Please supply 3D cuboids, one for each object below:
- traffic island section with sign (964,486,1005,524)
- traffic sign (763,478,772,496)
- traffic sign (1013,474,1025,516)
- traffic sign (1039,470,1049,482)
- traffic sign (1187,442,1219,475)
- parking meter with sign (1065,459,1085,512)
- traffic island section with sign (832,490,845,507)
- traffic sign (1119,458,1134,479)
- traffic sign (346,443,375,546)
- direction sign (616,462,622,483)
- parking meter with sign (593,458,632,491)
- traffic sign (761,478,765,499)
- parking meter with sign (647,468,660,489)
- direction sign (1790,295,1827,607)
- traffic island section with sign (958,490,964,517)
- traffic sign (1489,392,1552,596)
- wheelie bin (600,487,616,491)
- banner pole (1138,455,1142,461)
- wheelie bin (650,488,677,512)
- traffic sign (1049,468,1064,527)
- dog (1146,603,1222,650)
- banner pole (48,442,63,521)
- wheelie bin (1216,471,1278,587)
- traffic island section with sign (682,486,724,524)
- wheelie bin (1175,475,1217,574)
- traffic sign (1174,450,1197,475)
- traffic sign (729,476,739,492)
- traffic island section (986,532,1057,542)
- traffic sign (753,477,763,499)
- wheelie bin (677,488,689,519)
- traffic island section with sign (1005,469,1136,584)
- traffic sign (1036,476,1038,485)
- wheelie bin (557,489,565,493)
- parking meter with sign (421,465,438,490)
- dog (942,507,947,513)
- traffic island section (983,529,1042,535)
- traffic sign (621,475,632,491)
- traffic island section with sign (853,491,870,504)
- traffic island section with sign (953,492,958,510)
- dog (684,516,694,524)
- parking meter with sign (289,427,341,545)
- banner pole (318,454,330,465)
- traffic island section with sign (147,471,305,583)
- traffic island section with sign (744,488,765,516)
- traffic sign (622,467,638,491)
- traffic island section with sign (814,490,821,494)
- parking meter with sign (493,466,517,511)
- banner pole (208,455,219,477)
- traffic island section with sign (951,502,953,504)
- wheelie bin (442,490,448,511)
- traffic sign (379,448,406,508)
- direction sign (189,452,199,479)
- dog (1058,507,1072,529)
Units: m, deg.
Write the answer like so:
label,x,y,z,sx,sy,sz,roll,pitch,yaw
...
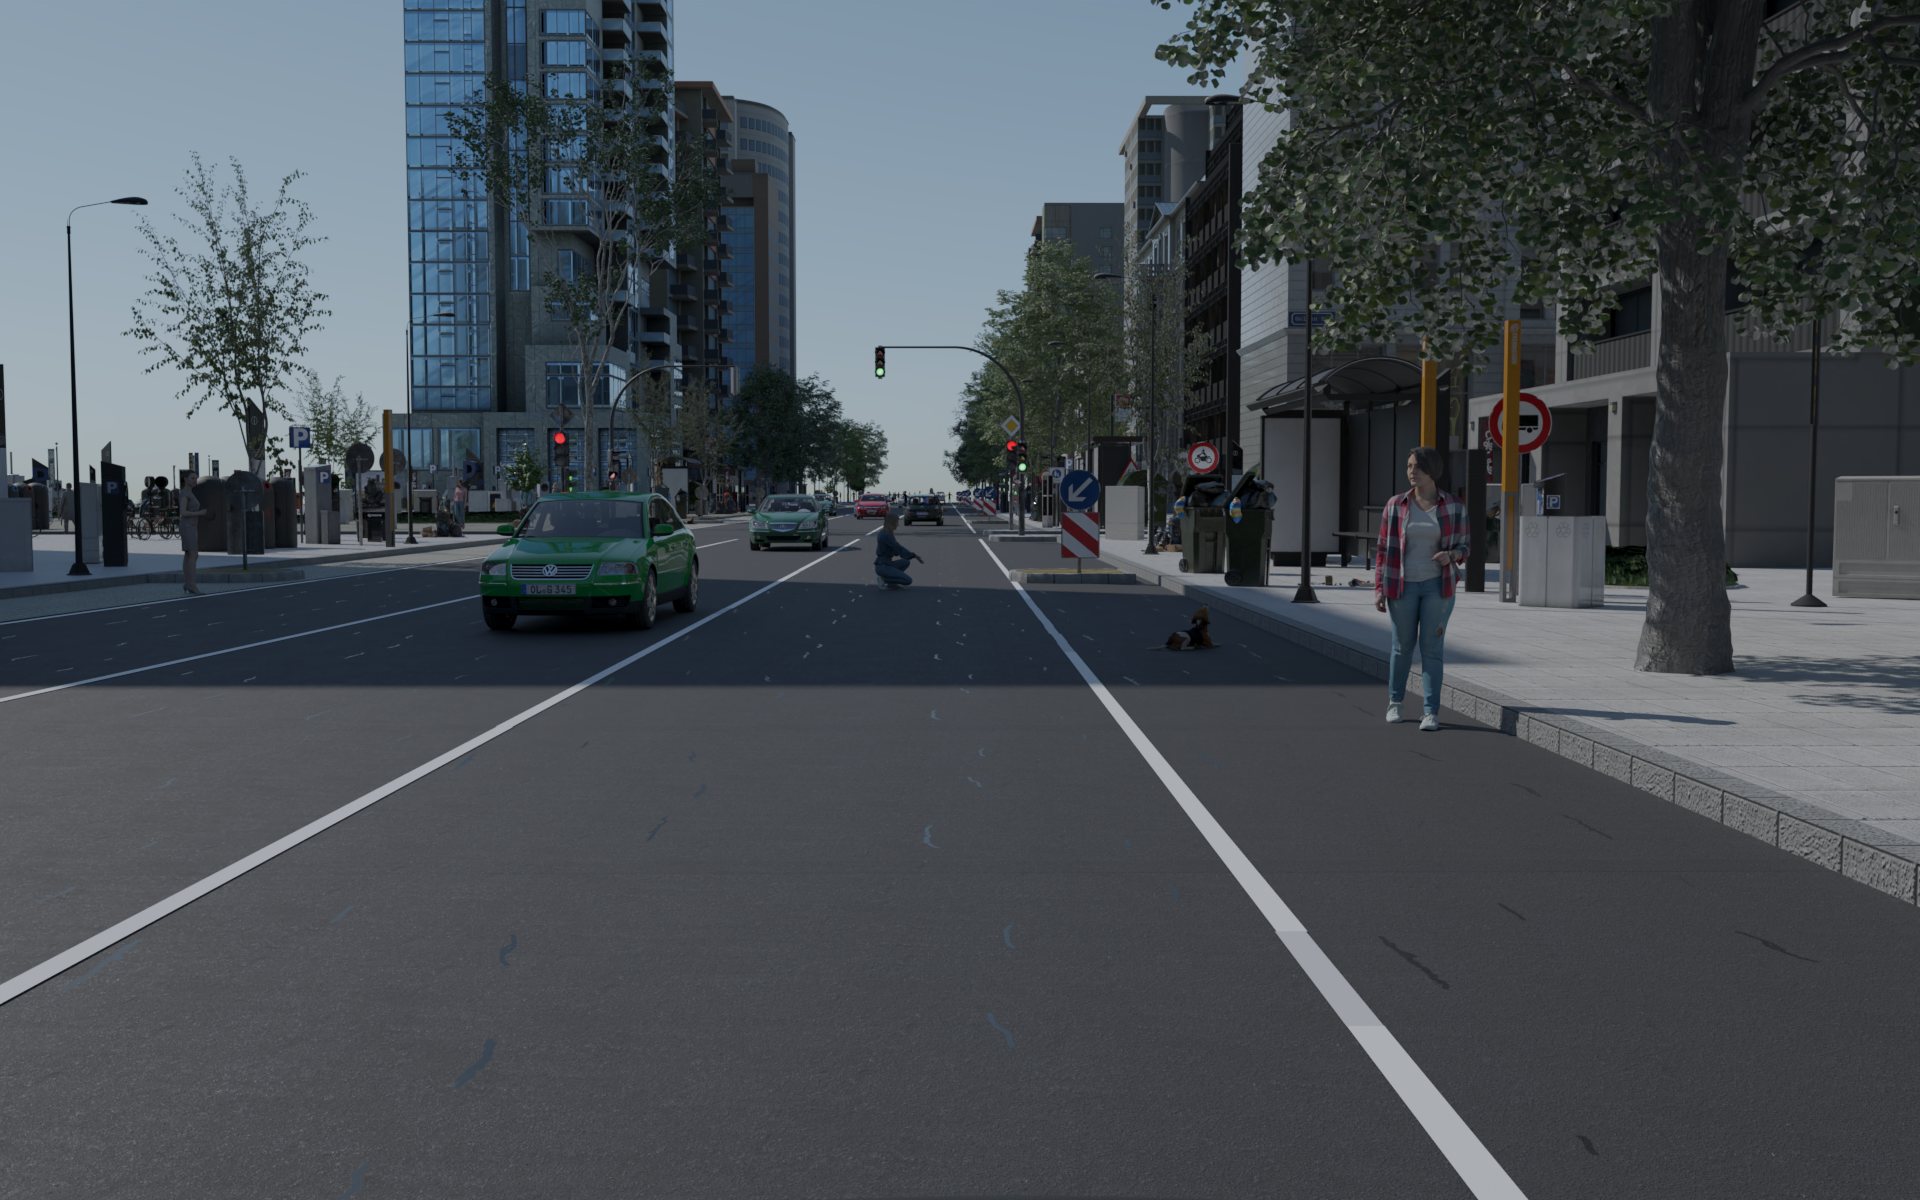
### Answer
label,x,y,z,sx,sy,sz,roll,pitch,yaw
traffic island section with sign,1.309,-4.622,84.191,1.989,1.847,2.006,0,4,-1
traffic sign,-14.831,-8.155,133.447,0.768,2.556,0.104,0,4,6
traffic sign,3.347,-6.114,100.068,0.768,2.556,0.104,0,4,5
traffic sign,4.483,-5.484,89.764,0.768,2.556,0.104,0,4,3
traffic sign,5.917,-2.576,42.218,0.768,2.556,0.104,0,4,4
parking meter with sign,5.963,-5.465,85.617,1.738,3.016,0.543,-3,5,-45
traffic island section with sign,-13.477,-10.988,188.287,1.989,1.847,2.006,0,4,-1
traffic sign,6.160,-3.811,62.318,0.884,2.594,0.081,1,4,8
traffic sign,-14.908,-2.626,43.034,0.768,2.556,0.104,1,4,8
direction sign,-23.985,-7.879,120.819,0.876,3.537,0.379,-3,5,-44
parking meter with sign,-16.701,-5.322,83.281,1.738,3.016,0.543,0,4,7
traffic sign,-15.491,-8.291,135.657,0.768,2.556,0.104,0,4,8
parking meter with sign,-19.932,-7.299,115.605,1.738,3.016,0.543,1,4,16
direction sign,9.704,-1.694,19.693,0.379,3.537,0.876,2,4,30
traffic island section with sign,1.049,-6.277,111.252,1.989,1.847,2.006,0,4,-1
traffic sign,7.032,-1.328,21.818,0.768,2.556,0.104,0,4,8
wheelie bin,-14.955,-4.024,73.707,0.980,1.594,0.693,0,4,2
banner pole,11.514,-7.406,111.105,0.401,3.779,0.863,2,4,26
wheelie bin,-14.382,-4.635,83.693,0.980,1.594,0.693,0,4,5
traffic sign,3.707,-3.933,66.439,0.606,2.300,0.079,0,4,8
dog,2.079,0.250,16.098,0.748,0.427,0.550,0,4,2
banner pole,-43.895,-5.745,83.948,0.863,3.779,0.401,2,4,24
wheelie bin,4.056,-0.998,24.219,0.693,1.594,0.980,1,4,19
traffic island section with sign,-12.502,-4.604,83.906,1.989,1.847,2.006,0,4,-1
wheelie bin,4.001,-1.239,28.161,0.980,1.594,0.693,-1,4,-17
traffic sign,6.630,-3.085,50.544,0.768,2.556,0.104,0,4,8
traffic sign,-15.765,-7.356,120.382,0.768,2.556,0.104,1,4,9
traffic island section,1.914,-1.904,53.417,2.009,0.180,2.903,0,4,-1
traffic sign,-15.206,-7.972,130.455,0.768,2.556,0.104,0,4,5
wheelie bin,-14.295,-4.956,88.932,0.693,1.594,0.980,0,4,-4
traffic island section with sign,1.817,-1.224,28.636,1.989,1.847,2.006,0,4,-1
traffic sign,5.046,-6.575,107.614,0.768,2.556,0.104,1,4,8
wheelie bin,-25.265,-6.221,109.615,0.980,1.594,0.693,1,4,17
parking meter with sign,-31.190,-6.422,101.261,0.543,3.016,1.738,1,4,11
dog,-1.142,-6.380,123.593,0.540,0.507,0.406,1,4,8
traffic island section,1.841,-2.393,61.401,2.009,0.180,2.903,0,4,-1
traffic sign,-17.363,-5.542,90.725,0.768,2.556,0.104,0,4,2
traffic island section with sign,-13.985,-14.388,243.876,1.989,1.847,2.006,0,4,-1
traffic island section with sign,0.590,-9.347,161.450,1.989,1.847,2.006,0,4,-1
dog,-12.726,-3.733,81.226,0.748,0.427,0.550,1,4,16
parking meter with sign,-16.537,-2.953,44.546,1.738,3.016,0.543,3,5,41
banner pole,-39.348,-7.181,107.433,0.863,3.779,0.401,-1,4,-19
traffic island section with sign,-12.004,-1.221,28.593,1.989,1.847,2.006,0,4,-1
traffic island section with sign,-12.763,-6.253,110.860,1.989,1.847,2.006,0,4,-1
traffic sign,-15.760,-5.047,82.629,0.768,2.556,0.104,0,4,3
traffic island section with sign,-13.234,-9.340,161.333,1.989,1.847,2.006,0,4,-1
parking meter with sign,-27.767,-6.703,105.857,1.738,3.016,0.543,3,5,39
banner pole,-47.972,-7.417,111.279,0.863,3.779,0.401,-3,5,-44
traffic island section with sign,0.344,-10.996,188.404,1.989,1.847,2.006,0,4,-1
wheelie bin,-35.922,-6.953,121.591,0.693,1.594,0.980,-3,5,-40
traffic sign,-15.747,-2.934,48.080,0.768,2.556,0.104,0,4,2
direction sign,-41.764,-6.269,94.489,0.876,3.537,0.379,2,4,33
dog,3.827,-3.033,63.975,0.800,0.831,0.513,-1,4,-13
